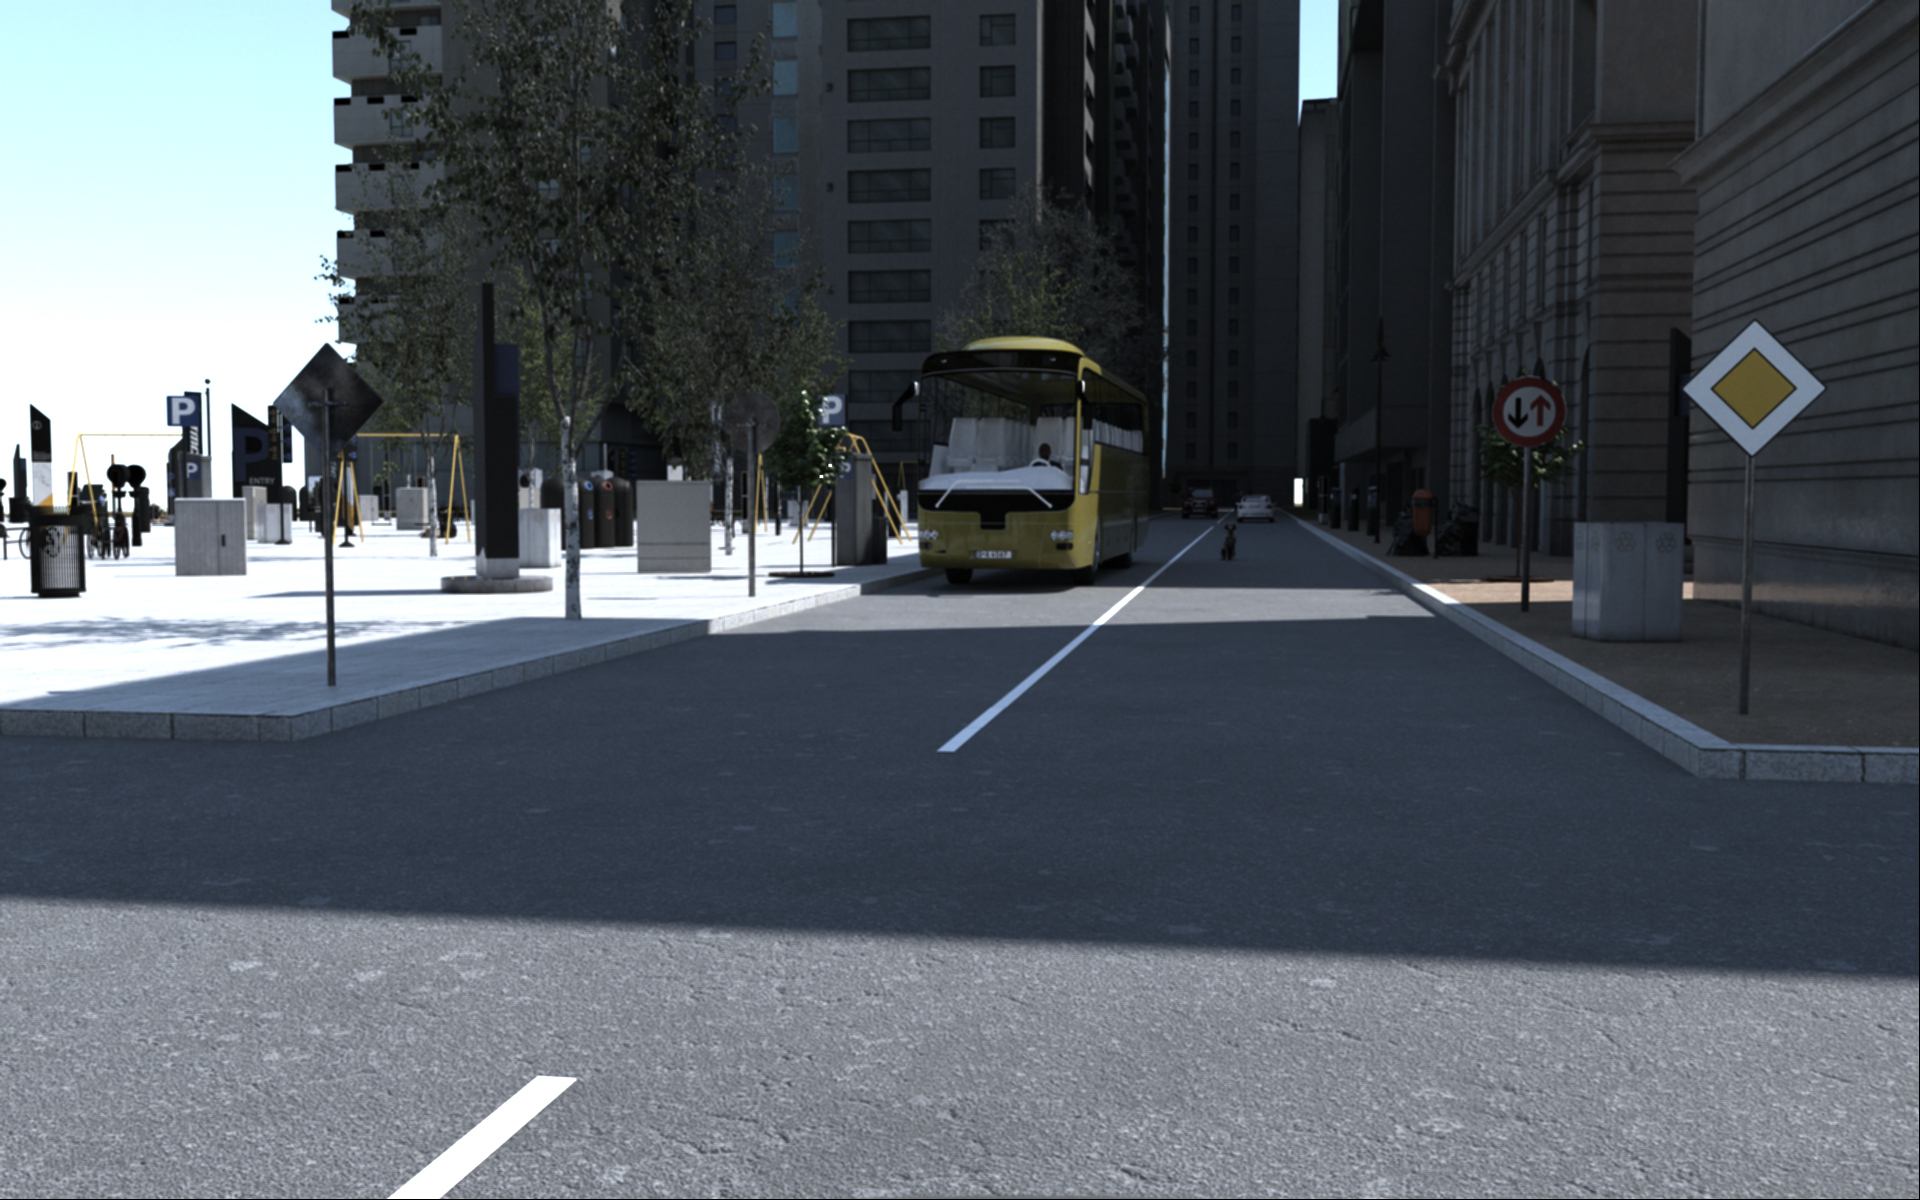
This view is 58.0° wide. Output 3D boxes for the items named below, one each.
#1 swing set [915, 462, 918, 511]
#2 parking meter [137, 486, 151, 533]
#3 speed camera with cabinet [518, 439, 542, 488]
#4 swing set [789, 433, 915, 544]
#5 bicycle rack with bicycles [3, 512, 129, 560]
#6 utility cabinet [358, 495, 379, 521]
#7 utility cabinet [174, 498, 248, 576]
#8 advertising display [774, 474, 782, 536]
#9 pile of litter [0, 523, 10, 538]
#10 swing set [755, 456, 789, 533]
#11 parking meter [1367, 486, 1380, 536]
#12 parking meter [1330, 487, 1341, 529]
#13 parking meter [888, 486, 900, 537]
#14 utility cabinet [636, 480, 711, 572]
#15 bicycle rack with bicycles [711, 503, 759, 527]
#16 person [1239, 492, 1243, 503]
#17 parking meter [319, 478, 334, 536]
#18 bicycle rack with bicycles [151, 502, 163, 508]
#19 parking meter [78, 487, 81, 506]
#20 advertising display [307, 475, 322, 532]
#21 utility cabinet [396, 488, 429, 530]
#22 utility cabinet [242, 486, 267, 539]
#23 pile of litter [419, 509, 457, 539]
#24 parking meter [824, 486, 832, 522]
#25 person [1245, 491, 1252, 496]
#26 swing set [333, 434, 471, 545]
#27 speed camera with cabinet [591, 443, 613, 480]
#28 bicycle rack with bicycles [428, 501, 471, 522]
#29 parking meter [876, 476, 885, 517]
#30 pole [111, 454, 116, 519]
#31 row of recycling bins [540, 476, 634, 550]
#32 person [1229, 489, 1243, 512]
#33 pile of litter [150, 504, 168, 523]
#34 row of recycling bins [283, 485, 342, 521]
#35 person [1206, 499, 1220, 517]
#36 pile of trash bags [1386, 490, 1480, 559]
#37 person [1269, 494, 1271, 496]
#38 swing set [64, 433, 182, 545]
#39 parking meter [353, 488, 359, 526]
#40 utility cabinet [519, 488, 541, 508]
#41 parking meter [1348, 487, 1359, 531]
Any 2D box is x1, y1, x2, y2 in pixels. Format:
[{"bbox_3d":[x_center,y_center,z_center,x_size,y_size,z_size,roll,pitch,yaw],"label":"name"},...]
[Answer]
[{"bbox_3d":[-1.323,-5.252,83.485,3.119,2.851,2.862,-1,4,-14],"label":"swing set"},{"bbox_3d":[-27.241,-3.021,57.804,0.372,1.533,0.369,0,3,0],"label":"parking meter"},{"bbox_3d":[-16.000,-4.137,61.977,2.038,3.252,0.660,1,4,14],"label":"speed camera with cabinet"},{"bbox_3d":[-2.805,-2.950,45.856,2.862,2.851,3.119,0,4,3],"label":"swing set"},{"bbox_3d":[-17.743,-1.311,34.815,2.852,0.926,2.925,-1,4,-10],"label":"bicycle rack with bicycles"},{"bbox_3d":[-27.944,-4.314,81.703,0.306,1.237,1.020,3,4,38],"label":"utility cabinet"},{"bbox_3d":[-11.779,-0.983,27.239,1.020,1.237,0.306,-1,4,-17],"label":"utility cabinet"},{"bbox_3d":[-5.658,-2.976,53.879,0.123,1.923,0.974,0,4,2],"label":"advertising display"},{"bbox_3d":[-28.693,-2.245,50.678,1.719,0.858,1.176,-3,5,-41],"label":"pile of litter"},{"bbox_3d":[-5.126,-3.678,57.763,3.119,2.851,2.862,0,4,1],"label":"swing set"},{"bbox_3d":[12.750,-2.753,53.422,0.372,1.533,0.369,0,3,0],"label":"parking meter"},{"bbox_3d":[13.952,-3.419,64.316,0.372,1.533,0.369,0,3,0],"label":"parking meter"},{"bbox_3d":[-1.963,-2.641,51.586,0.372,1.533,0.369,0,3,0],"label":"parking meter"},{"bbox_3d":[-4.649,-1.190,28.138,1.173,1.500,0.318,-1,4,-12],"label":"utility cabinet"},{"bbox_3d":[-9.530,-3.435,69.546,2.925,0.926,2.852,-3,5,-43],"label":"bicycle rack with bicycles"},{"bbox_3d":[24.374,-8.562,149.960,0.415,1.643,0.593,-3,5,-41],"label":"person"},{"bbox_3d":[-19.321,-2.880,52.798,0.399,1.863,0.255,-1,4,-18],"label":"parking meter"},{"bbox_3d":[-37.249,-4.189,81.864,2.852,0.926,2.925,0,4,7],"label":"bicycle rack with bicycles"},{"bbox_3d":[-32.973,-3.435,64.575,0.372,1.533,0.369,0,3,0],"label":"parking meter"},{"bbox_3d":[-21.537,-3.244,58.256,0.974,1.923,0.123,1,4,23],"label":"advertising display"},{"bbox_3d":[-19.249,-3.190,60.842,1.173,1.500,0.318,1,4,22],"label":"utility cabinet"},{"bbox_3d":[-19.803,-2.447,48.684,0.318,1.500,1.173,0,4,-4],"label":"utility cabinet"},{"bbox_3d":[-15.343,-2.254,50.815,1.176,0.858,1.719,0,4,8],"label":"pile of litter"},{"bbox_3d":[-6.126,-4.591,80.780,0.399,1.863,0.255,-2,4,-24],"label":"parking meter"},{"bbox_3d":[22.378,-7.611,134.408,0.593,1.643,0.415,1,4,9],"label":"person"},{"bbox_3d":[-14.662,-2.908,45.170,3.119,2.851,2.862,0,4,-4],"label":"swing set"},{"bbox_3d":[-14.563,-4.503,67.952,2.038,3.252,0.660,2,4,30],"label":"speed camera with cabinet"},{"bbox_3d":[-26.461,-4.603,88.641,2.925,0.926,2.852,-3,4,-38],"label":"bicycle rack with bicycles"},{"bbox_3d":[-2.635,-3.165,57.464,0.255,1.863,0.399,0,4,-5],"label":"parking meter"},{"bbox_3d":[-42.901,-5.744,87.762,0.158,3.312,0.155,0,3,0],"label":"pole"},{"bbox_3d":[-8.843,-2.072,40.986,1.069,1.692,3.534,1,4,17],"label":"row of recycling bins"},{"bbox_3d":[21.981,-7.894,137.558,1.348,1.826,0.705,-1,4,-18],"label":"person"},{"bbox_3d":[-36.019,-3.891,77.587,1.719,0.858,1.176,-1,4,-19],"label":"pile of litter"},{"bbox_3d":[-30.549,-4.608,82.449,3.534,1.692,1.069,-2,4,-28],"label":"row of recycling bins"},{"bbox_3d":[15.485,-6.065,107.677,1.348,1.822,0.705,-1,4,-16],"label":"person"},{"bbox_3d":[9.761,-1.597,35.863,1.912,1.369,3.447,1,4,21],"label":"pile of trash bags"},{"bbox_3d":[22.971,-7.207,129.564,0.421,1.427,0.697,-2,4,-35],"label":"person"},{"bbox_3d":[-21.191,-2.896,44.973,3.119,2.851,2.862,-1,4,-9],"label":"swing set"},{"bbox_3d":[-24.528,-3.771,70.064,0.372,1.533,0.369,0,3,0],"label":"parking meter"},{"bbox_3d":[-14.749,-3.104,59.433,0.318,1.500,1.173,3,4,37],"label":"utility cabinet"},{"bbox_3d":[13.650,-3.159,60.065,0.372,1.533,0.369,0,3,0],"label":"parking meter"}]
